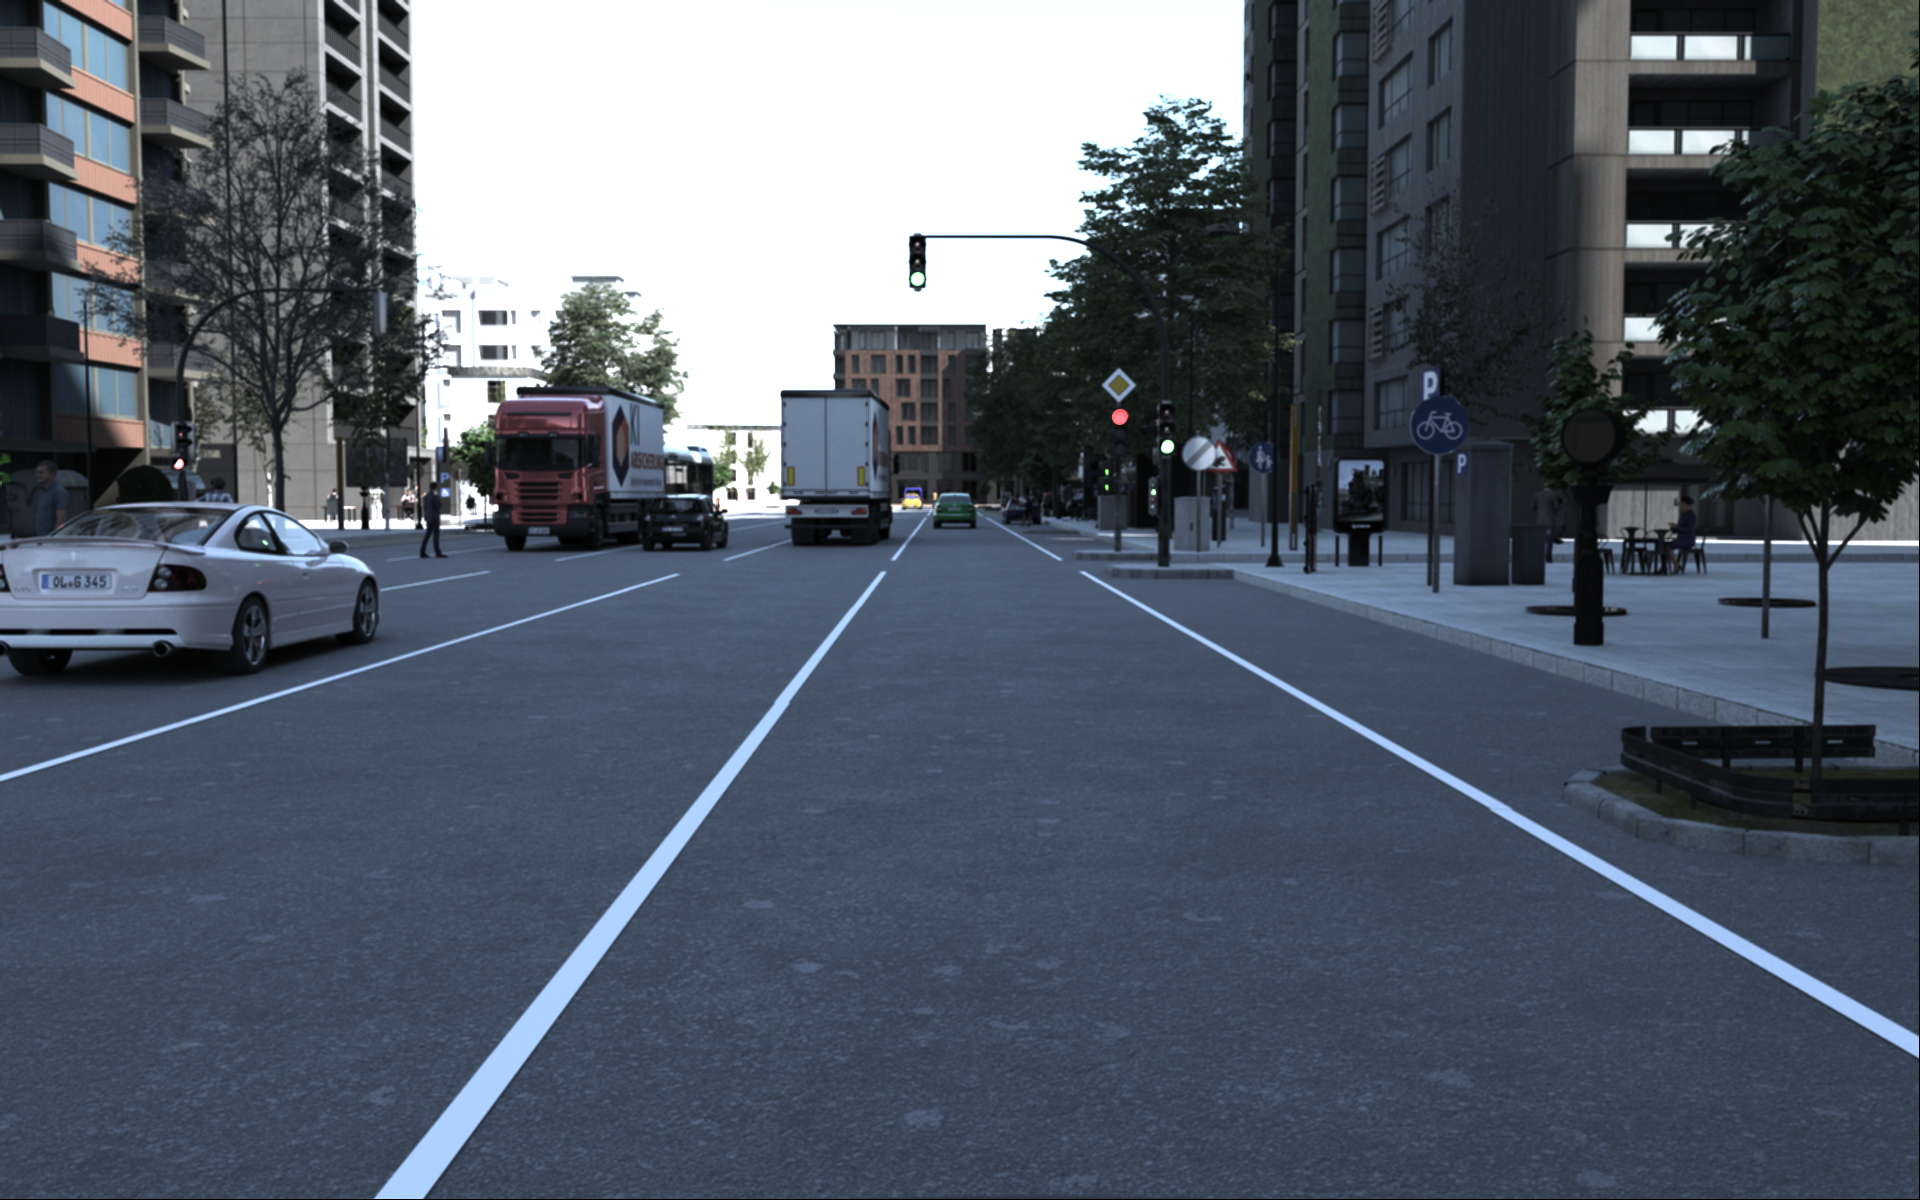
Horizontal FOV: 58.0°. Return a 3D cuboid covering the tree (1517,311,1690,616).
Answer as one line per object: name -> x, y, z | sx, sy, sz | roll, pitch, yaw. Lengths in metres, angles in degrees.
tree -> 6.568, -1.458, 18.439 | 1.663, 3.219, 1.824 | 0, 3, 0

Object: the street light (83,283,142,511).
street light -> -18.678, -4.015, 38.191 | 1.470, 5.913, 1.316 | 0, 4, -1

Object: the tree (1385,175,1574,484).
tree -> 11.673, -5.484, 40.025 | 4.360, 8.622, 3.978 | 0, 3, 0

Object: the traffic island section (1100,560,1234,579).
traffic island section -> 3.615, -0.512, 30.645 | 2.009, 0.180, 2.903 | 0, 4, -1

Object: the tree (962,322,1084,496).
tree -> 4.840, -13.550, 128.202 | 9.857, 13.997, 8.962 | 0, 3, 0

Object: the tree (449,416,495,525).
tree -> -19.997, -5.460, 72.981 | 4.285, 4.588, 4.351 | 0, 3, 0

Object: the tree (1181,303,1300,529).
tree -> 10.351, -6.961, 64.178 | 4.360, 8.622, 3.978 | 0, 3, 0

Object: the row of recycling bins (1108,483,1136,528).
row of recycling bins -> 6.696, -3.658, 66.918 | 1.069, 1.692, 3.534 | -1, 4, -17

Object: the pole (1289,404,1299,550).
pole -> 7.604, -2.789, 39.441 | 0.158, 3.312, 0.155 | 0, 3, 0

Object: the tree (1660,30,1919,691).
tree -> 6.567, -1.713, 11.728 | 4.285, 4.588, 4.351 | 0, 3, 0

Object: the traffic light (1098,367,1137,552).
traffic light -> 3.502, -3.033, 38.516 | 0.839, 4.253, 0.868 | 0, 4, -1

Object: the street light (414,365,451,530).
street light -> -19.012, -5.500, 62.468 | 1.470, 5.913, 1.316 | 0, 4, -1

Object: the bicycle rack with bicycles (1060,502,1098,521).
bicycle rack with bicycles -> 6.163, -4.200, 82.054 | 2.925, 0.926, 2.852 | 1, 4, 13

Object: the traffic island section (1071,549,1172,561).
traffic island section -> 3.543, -1.000, 38.630 | 2.009, 0.180, 2.903 | 0, 4, -1

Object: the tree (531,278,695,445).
tree -> -20.373, -11.913, 101.438 | 9.857, 13.997, 8.962 | 0, 3, 0

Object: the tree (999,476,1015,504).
tree -> 4.474, -14.171, 182.065 | 4.360, 8.622, 3.978 | 0, 3, 0

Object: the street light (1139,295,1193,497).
street light -> 4.868, -4.160, 40.557 | 1.470, 5.913, 1.316 | 0, 4, -1

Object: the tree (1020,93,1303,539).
tree -> 6.196, -8.028, 49.388 | 7.486, 12.596, 7.792 | 0, 3, 0

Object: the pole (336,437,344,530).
pole -> -22.191, -4.170, 62.015 | 0.158, 3.312, 0.155 | 0, 3, 0

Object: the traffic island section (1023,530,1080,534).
traffic island section -> 3.308, -2.473, 63.300 | 1.991, 0.108, 1.994 | 0, 4, -1

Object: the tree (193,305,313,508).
tree -> -25.960, -6.978, 64.454 | 4.360, 8.622, 3.978 | 0, 3, 0

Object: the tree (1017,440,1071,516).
tree -> 5.139, -7.360, 104.045 | 4.285, 4.588, 4.351 | 0, 3, 0

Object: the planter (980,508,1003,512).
planter -> 2.625, -7.297, 140.440 | 1.991, 0.319, 1.994 | 0, 4, -1

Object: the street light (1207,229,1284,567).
street light -> 5.037, -3.547, 30.531 | 1.470, 5.913, 1.316 | 0, 4, -1

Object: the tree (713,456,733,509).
tree -> -21.242, -10.176, 150.096 | 4.285, 4.588, 4.351 | 0, 3, 0

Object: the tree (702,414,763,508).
tree -> -21.418, -12.664, 157.426 | 4.737, 8.622, 4.395 | 0, 3, 0

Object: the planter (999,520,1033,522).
planter -> 3.072, -4.256, 90.727 | 1.991, 0.319, 1.994 | 0, 4, -1

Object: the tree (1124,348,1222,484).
tree -> 10.343, -8.131, 83.302 | 4.737, 8.622, 4.395 | 0, 3, 0

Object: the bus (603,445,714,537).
bus -> -10.778, -3.999, 60.239 | 2.948, 3.499, 13.247 | 0, 3, 0

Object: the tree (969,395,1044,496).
tree -> 5.128, -13.098, 148.568 | 8.767, 10.594, 7.601 | -1, 4, -18

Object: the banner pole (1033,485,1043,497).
banner pole -> 4.747, -7.136, 106.686 | 0.863, 3.779, 0.401 | 1, 4, 14

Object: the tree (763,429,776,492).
tree -> -21.536, -14.146, 181.650 | 4.737, 8.622, 4.395 | 0, 3, 0

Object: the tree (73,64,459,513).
tree -> -19.703, -8.532, 49.868 | 12.009, 13.543, 11.850 | 0, 3, 0

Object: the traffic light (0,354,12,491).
traffic light -> -17.126, -2.533, 30.329 | 0.839, 4.253, 0.868 | 0, 4, -1

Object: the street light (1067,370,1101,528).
street light -> 4.698, -5.657, 65.038 | 1.470, 5.913, 1.316 | 0, 4, -1

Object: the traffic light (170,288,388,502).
traffic light -> -15.107, -3.896, 38.368 | 4.771, 5.953, 1.251 | 0, 4, -1

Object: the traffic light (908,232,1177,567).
traffic light -> 1.484, -3.407, 30.371 | 4.771, 5.953, 1.251 | 0, 4, -1

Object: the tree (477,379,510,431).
tree -> -28.648, -9.799, 110.572 | 4.737, 8.622, 4.395 | 0, 3, 0

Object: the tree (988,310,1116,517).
tree -> 5.422, -10.474, 97.001 | 9.928, 11.665, 9.643 | 0, 3, 0

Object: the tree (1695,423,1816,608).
tree -> 9.234, -1.557, 20.056 | 1.663, 3.219, 1.824 | 0, 3, 0

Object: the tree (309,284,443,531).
tree -> -20.043, -6.683, 59.632 | 4.737, 8.622, 4.395 | 0, 3, 0

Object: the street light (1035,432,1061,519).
street light -> 4.537, -7.111, 88.798 | 1.470, 5.913, 1.316 | 0, 4, -1
